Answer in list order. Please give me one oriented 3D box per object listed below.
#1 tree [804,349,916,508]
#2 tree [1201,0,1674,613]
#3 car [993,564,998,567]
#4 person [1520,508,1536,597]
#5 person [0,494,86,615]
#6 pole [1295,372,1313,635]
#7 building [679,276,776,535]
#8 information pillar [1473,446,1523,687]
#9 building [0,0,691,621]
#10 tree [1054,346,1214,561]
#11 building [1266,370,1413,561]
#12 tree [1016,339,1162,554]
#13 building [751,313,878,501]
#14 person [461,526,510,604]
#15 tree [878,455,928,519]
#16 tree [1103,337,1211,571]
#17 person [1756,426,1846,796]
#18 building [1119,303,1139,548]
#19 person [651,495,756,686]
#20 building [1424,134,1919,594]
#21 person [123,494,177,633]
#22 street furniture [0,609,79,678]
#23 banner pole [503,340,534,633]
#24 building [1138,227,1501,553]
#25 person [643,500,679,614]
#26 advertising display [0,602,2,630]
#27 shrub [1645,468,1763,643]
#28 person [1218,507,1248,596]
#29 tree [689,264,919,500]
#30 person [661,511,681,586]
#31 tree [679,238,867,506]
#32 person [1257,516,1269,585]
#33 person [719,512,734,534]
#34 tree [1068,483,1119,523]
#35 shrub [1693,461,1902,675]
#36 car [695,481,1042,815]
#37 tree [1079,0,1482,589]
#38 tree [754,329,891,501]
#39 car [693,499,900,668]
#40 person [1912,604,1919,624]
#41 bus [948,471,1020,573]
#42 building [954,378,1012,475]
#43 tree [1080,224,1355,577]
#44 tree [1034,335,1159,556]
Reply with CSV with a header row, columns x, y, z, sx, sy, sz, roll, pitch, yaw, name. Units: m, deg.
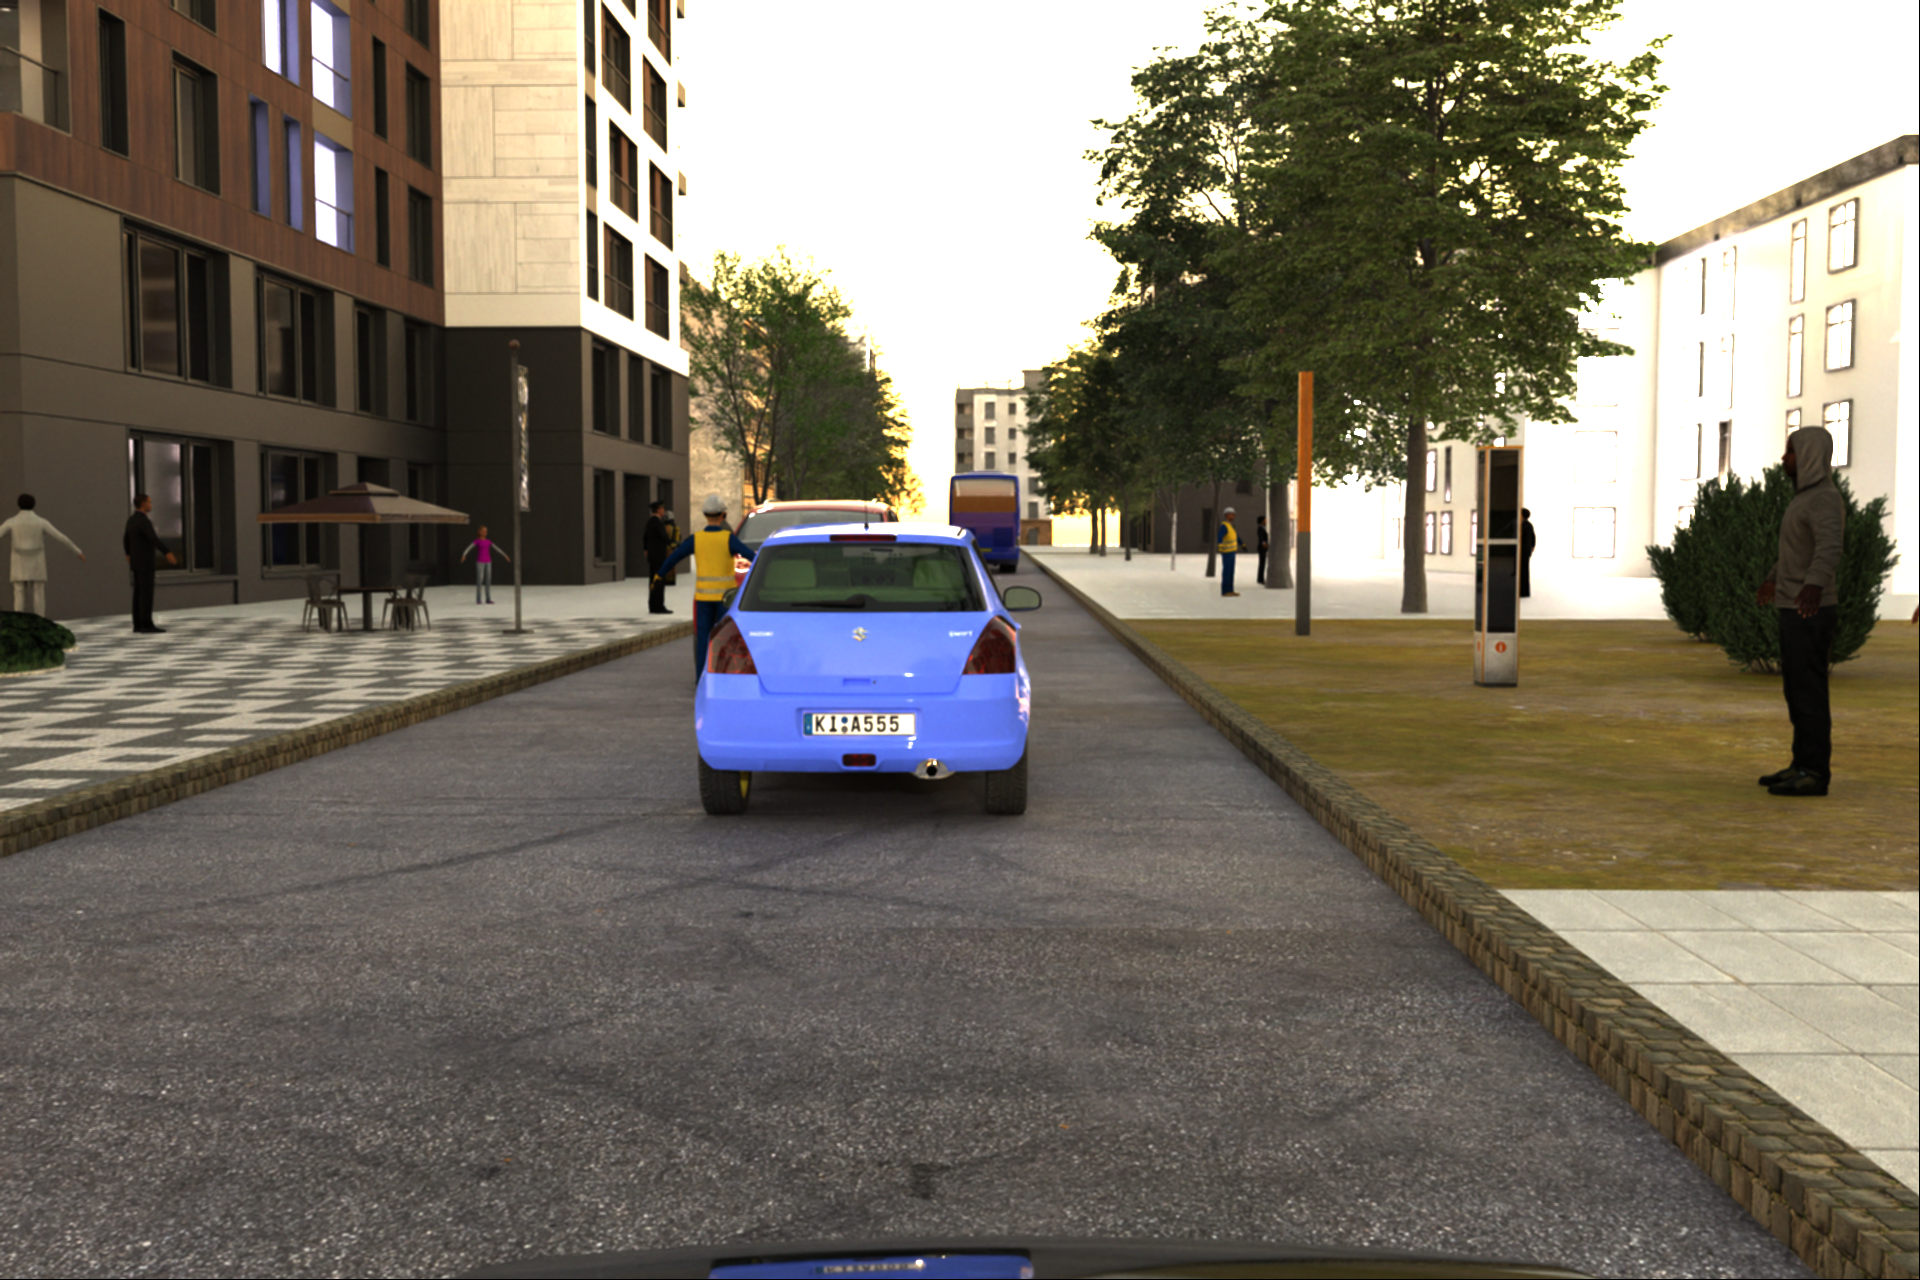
x,y,z,sx,sy,sz,roll,pitch,yaw,name
-6.438,-11.536,106.740,7.486,12.596,7.792,0,3,0,tree
7.716,-6.701,27.692,7.486,12.596,7.792,0,3,0,tree
0.862,-4.137,77.862,2.015,1.641,3.980,0,4,1,car
11.410,-1.772,35.157,0.705,1.806,1.347,3,5,42,person
-12.213,-1.010,22.702,1.347,1.806,0.705,-2,4,-28,person
4.349,-1.715,21.878,0.158,3.312,0.155,0,3,0,pole
-24.250,-18.282,129.836,19.493,23.208,18.063,0,4,1,building
4.524,-0.617,14.575,0.304,2.012,0.304,0,4,2,information pillar
-23.328,-12.037,40.774,27.936,21.610,32.646,0,4,2,building
8.258,-9.132,83.713,8.767,10.594,7.601,1,4,18,tree
21.707,-8.777,85.646,9.099,9.664,28.070,0,4,1,building
8.527,-12.475,110.622,9.857,13.997,8.962,0,3,0,tree
-23.454,-20.351,176.709,27.936,21.610,32.646,0,4,1,building
-8.702,-1.375,31.743,0.599,1.433,0.991,3,5,44,person
-7.179,-16.423,202.930,7.601,10.594,8.767,0,4,3,tree
7.559,-6.707,60.019,4.360,8.622,3.978,0,3,0,tree
4.176,-0.151,8.605,0.705,1.813,1.348,1,4,17,person
29.427,-19.907,169.453,27.936,21.610,32.646,0,4,2,building
-2.131,-0.385,15.220,1.216,1.772,0.721,0,4,6,person
20.967,-6.627,50.501,9.099,9.664,28.070,0,4,2,building
-10.569,-0.994,22.474,1.346,1.802,0.704,3,5,42,person
-12.168,0.038,15.013,5.734,0.657,10.072,2,4,34,street furniture
-5.745,-1.997,22.666,0.401,3.779,0.863,0,4,1,banner pole
27.388,-17.599,131.713,27.936,21.610,32.646,0,4,2,building
-4.861,-1.349,27.988,0.705,1.837,1.347,-2,4,-33,person
-6.596,-0.371,11.286,0.123,1.923,0.974,0,4,2,advertising display
9.104,-1.012,20.585,1.661,2.075,1.752,0,3,0,shrub
5.583,-1.823,35.783,0.705,1.833,1.349,2,4,32,person
-7.533,-10.333,79.319,12.009,13.543,11.850,0,3,0,tree
-7.264,-2.283,43.101,0.705,1.858,1.354,1,4,22,person
-7.182,-8.332,61.990,9.928,11.665,9.643,0,3,0,tree
7.741,-2.274,43.895,0.721,1.740,1.216,1,4,13,person
-5.140,-1.898,37.308,0.705,1.796,1.348,2,4,27,person
16.583,-17.900,203.042,12.009,13.543,11.850,0,3,0,tree
7.641,-0.722,15.851,1.661,2.075,1.752,0,3,0,shrub
-0.478,-0.034,10.142,1.945,1.707,3.694,0,3,0,car
7.421,-8.179,40.389,9.857,13.997,8.962,0,3,0,tree
-7.554,-10.737,93.675,7.486,12.596,7.792,0,3,0,tree
-1.493,-0.600,18.490,2.281,1.827,5.304,0,4,2,car
4.706,-0.062,7.163,1.345,1.843,0.704,1,4,15,person
0.966,-4.607,66.875,2.896,3.916,12.251,0,4,1,bus
-0.422,-21.075,203.453,11.380,20.090,16.016,0,4,6,building
7.620,-7.150,51.322,8.767,10.594,7.601,-1,4,-21,tree
7.948,-11.095,99.525,7.486,12.596,7.792,0,3,0,tree
